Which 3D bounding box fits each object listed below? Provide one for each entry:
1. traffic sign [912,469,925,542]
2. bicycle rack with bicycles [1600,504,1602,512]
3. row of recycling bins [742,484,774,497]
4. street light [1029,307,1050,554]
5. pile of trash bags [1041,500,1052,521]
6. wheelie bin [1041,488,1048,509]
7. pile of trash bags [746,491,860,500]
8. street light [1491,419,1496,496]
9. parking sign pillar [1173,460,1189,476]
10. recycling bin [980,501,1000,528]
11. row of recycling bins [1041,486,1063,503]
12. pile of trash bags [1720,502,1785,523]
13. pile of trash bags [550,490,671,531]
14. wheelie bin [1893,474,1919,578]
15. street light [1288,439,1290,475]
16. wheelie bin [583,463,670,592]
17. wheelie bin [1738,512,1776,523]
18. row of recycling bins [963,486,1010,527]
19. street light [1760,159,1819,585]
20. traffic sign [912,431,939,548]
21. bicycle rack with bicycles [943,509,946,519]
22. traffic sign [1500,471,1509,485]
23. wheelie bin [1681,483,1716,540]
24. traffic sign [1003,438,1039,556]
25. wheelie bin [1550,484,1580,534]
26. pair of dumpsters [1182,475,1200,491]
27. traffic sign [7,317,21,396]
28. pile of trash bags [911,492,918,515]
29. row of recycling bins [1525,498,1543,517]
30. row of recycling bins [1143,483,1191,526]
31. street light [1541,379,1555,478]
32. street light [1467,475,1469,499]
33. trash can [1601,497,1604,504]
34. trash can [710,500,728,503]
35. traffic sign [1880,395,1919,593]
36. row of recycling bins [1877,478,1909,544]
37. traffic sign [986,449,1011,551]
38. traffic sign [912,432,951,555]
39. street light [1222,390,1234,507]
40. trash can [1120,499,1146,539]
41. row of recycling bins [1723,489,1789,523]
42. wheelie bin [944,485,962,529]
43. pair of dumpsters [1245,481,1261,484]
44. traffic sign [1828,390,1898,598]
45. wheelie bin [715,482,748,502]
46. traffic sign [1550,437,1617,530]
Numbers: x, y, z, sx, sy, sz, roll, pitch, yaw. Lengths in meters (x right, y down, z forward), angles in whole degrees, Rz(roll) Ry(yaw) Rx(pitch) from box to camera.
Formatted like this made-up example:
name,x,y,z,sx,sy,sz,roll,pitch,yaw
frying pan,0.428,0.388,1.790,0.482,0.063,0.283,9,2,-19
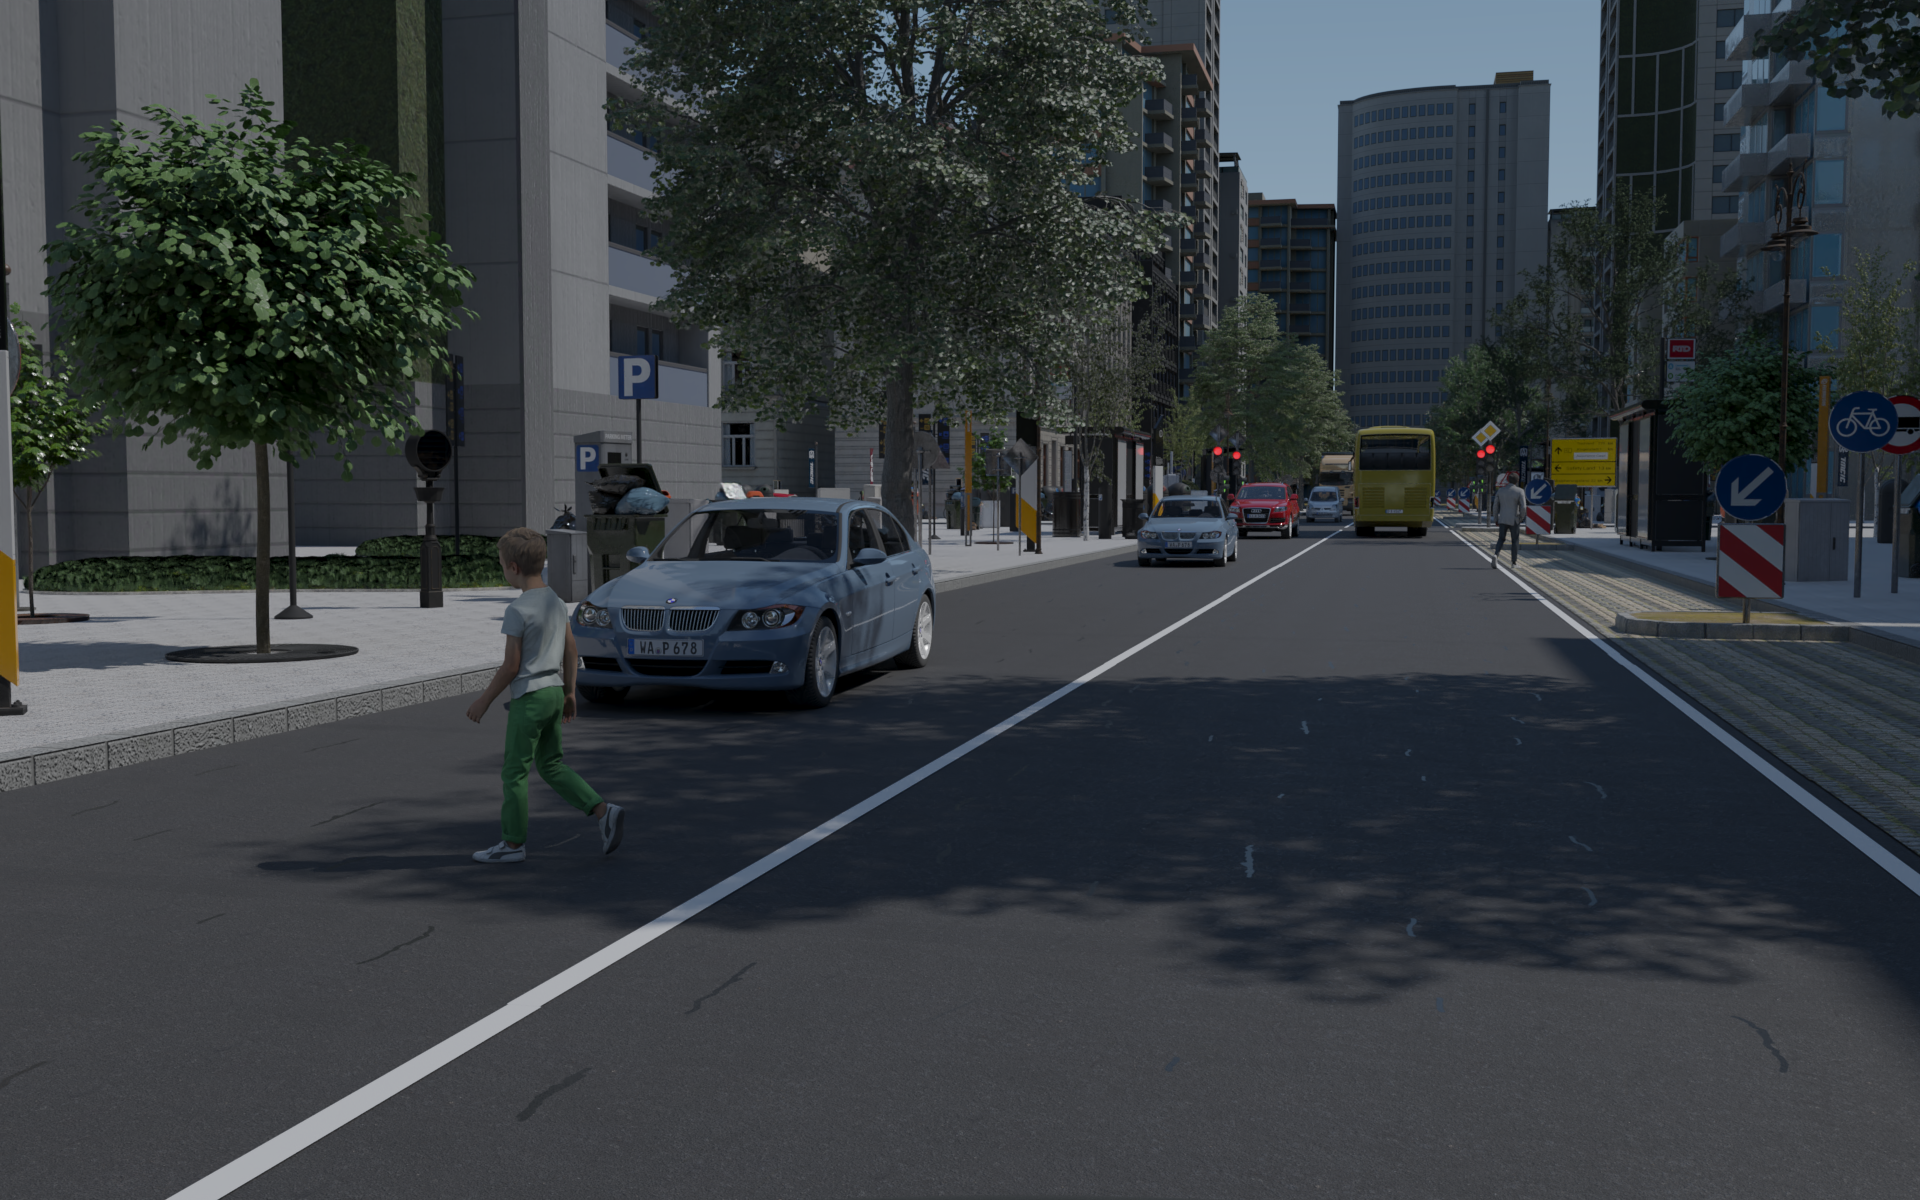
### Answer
name,x,y,z,sx,sy,sz,roll,pitch,yaw
traffic sign,-1.050,-2.487,40.769,0.768,2.556,0.104,1,4,16
bicycle rack with bicycles,33.442,-4.682,89.939,2.925,0.926,2.852,1,4,16
row of recycling bins,-9.396,-3.950,71.703,3.534,1.692,1.069,1,4,12
street light,1.682,-3.918,36.849,0.468,5.910,1.993,1,4,14
pile of trash bags,2.907,-4.410,81.852,3.447,1.369,1.912,-2,4,-28
wheelie bin,3.912,-4.714,84.988,0.693,1.594,0.980,-2,4,-23
pile of trash bags,-4.956,-2.656,53.176,3.447,1.369,1.912,-2,4,-25
street light,32.339,-8.099,105.200,0.468,5.910,1.993,1,4,14
parking sign pillar,15.175,-8.058,120.220,1.447,3.967,1.447,1,4,21
recycling bin,1.068,-3.231,65.380,0.722,1.027,0.722,-1,4,-17
row of recycling bins,4.832,-4.998,88.823,1.069,1.692,3.534,1,4,21
pile of trash bags,28.500,-3.127,60.882,3.447,1.369,1.912,1,4,13
pile of trash bags,-7.767,-1.825,39.598,1.912,1.369,3.447,2,4,28
wheelie bin,14.782,-1.142,26.586,0.693,1.594,0.980,0,4,7
street light,22.468,-8.895,118.218,0.468,5.910,1.993,1,4,14
wheelie bin,-3.426,-0.609,17.871,0.980,1.594,0.693,1,4,22
wheelie bin,17.072,-1.789,37.161,0.980,1.594,0.693,-3,5,-42
row of recycling bins,1.115,-3.762,68.622,1.069,1.692,3.534,-2,4,-31
street light,11.597,-3.154,24.361,0.468,5.910,1.993,1,4,14
traffic sign,-0.809,-2.141,35.116,0.768,2.556,0.104,1,4,18
bicycle rack with bicycles,0.805,-4.485,86.712,2.852,0.926,2.925,-2,4,-27
traffic sign,30.539,-5.907,96.588,0.884,2.594,0.081,1,4,17
wheelie bin,20.457,-2.446,47.895,0.980,1.594,0.693,-2,4,-31
traffic sign,1.243,-2.122,35.882,0.795,2.450,0.064,2,4,23
wheelie bin,19.462,-2.922,55.688,0.980,1.594,0.693,2,4,32
pair of dumpsters,11.016,-5.141,86.546,1.574,2.255,4.437,1,4,14
traffic sign,-6.433,-0.684,11.286,0.768,2.556,0.104,1,4,17
pile of trash bags,-2.940,-3.661,69.612,3.447,1.369,1.912,3,4,36
row of recycling bins,28.296,-4.792,85.468,1.069,1.692,3.534,-1,4,-11
row of recycling bins,6.649,-3.347,61.841,3.534,1.692,1.069,-2,4,-27
street light,22.098,-5.650,65.167,0.468,5.910,1.993,1,4,14
street light,42.730,-10.572,145.644,0.468,5.910,1.993,1,4,14
trash can,34.131,-4.964,92.813,0.748,1.137,0.748,0,3,0
trash can,-5.848,-1.927,43.153,0.748,1.137,0.748,0,3,0
traffic sign,12.097,-1.360,22.344,0.768,2.556,0.104,1,4,17
row of recycling bins,25.126,-2.255,43.984,1.069,1.692,3.534,-3,4,-36
traffic sign,0.864,-2.266,39.174,0.606,2.300,0.079,1,4,18
traffic sign,-0.634,-2.232,36.497,0.884,2.594,0.081,1,4,15
street light,11.916,-6.380,77.096,0.468,5.910,1.993,1,4,14
trash can,4.914,-2.299,49.244,0.748,1.137,0.748,0,3,0
row of recycling bins,34.427,-4.148,74.938,1.069,1.692,3.534,-1,4,-15
wheelie bin,-0.144,-3.373,63.061,0.693,1.594,0.980,-3,5,-40
pair of dumpsters,20.890,-7.389,123.302,1.574,2.255,4.437,1,4,14
traffic sign,11.121,-1.302,21.392,0.768,2.556,0.104,1,4,21
wheelie bin,-6.239,-2.397,47.102,0.980,1.594,0.693,-3,5,-42
traffic sign,22.509,-4.202,62.583,2.265,3.308,0.079,1,4,21
